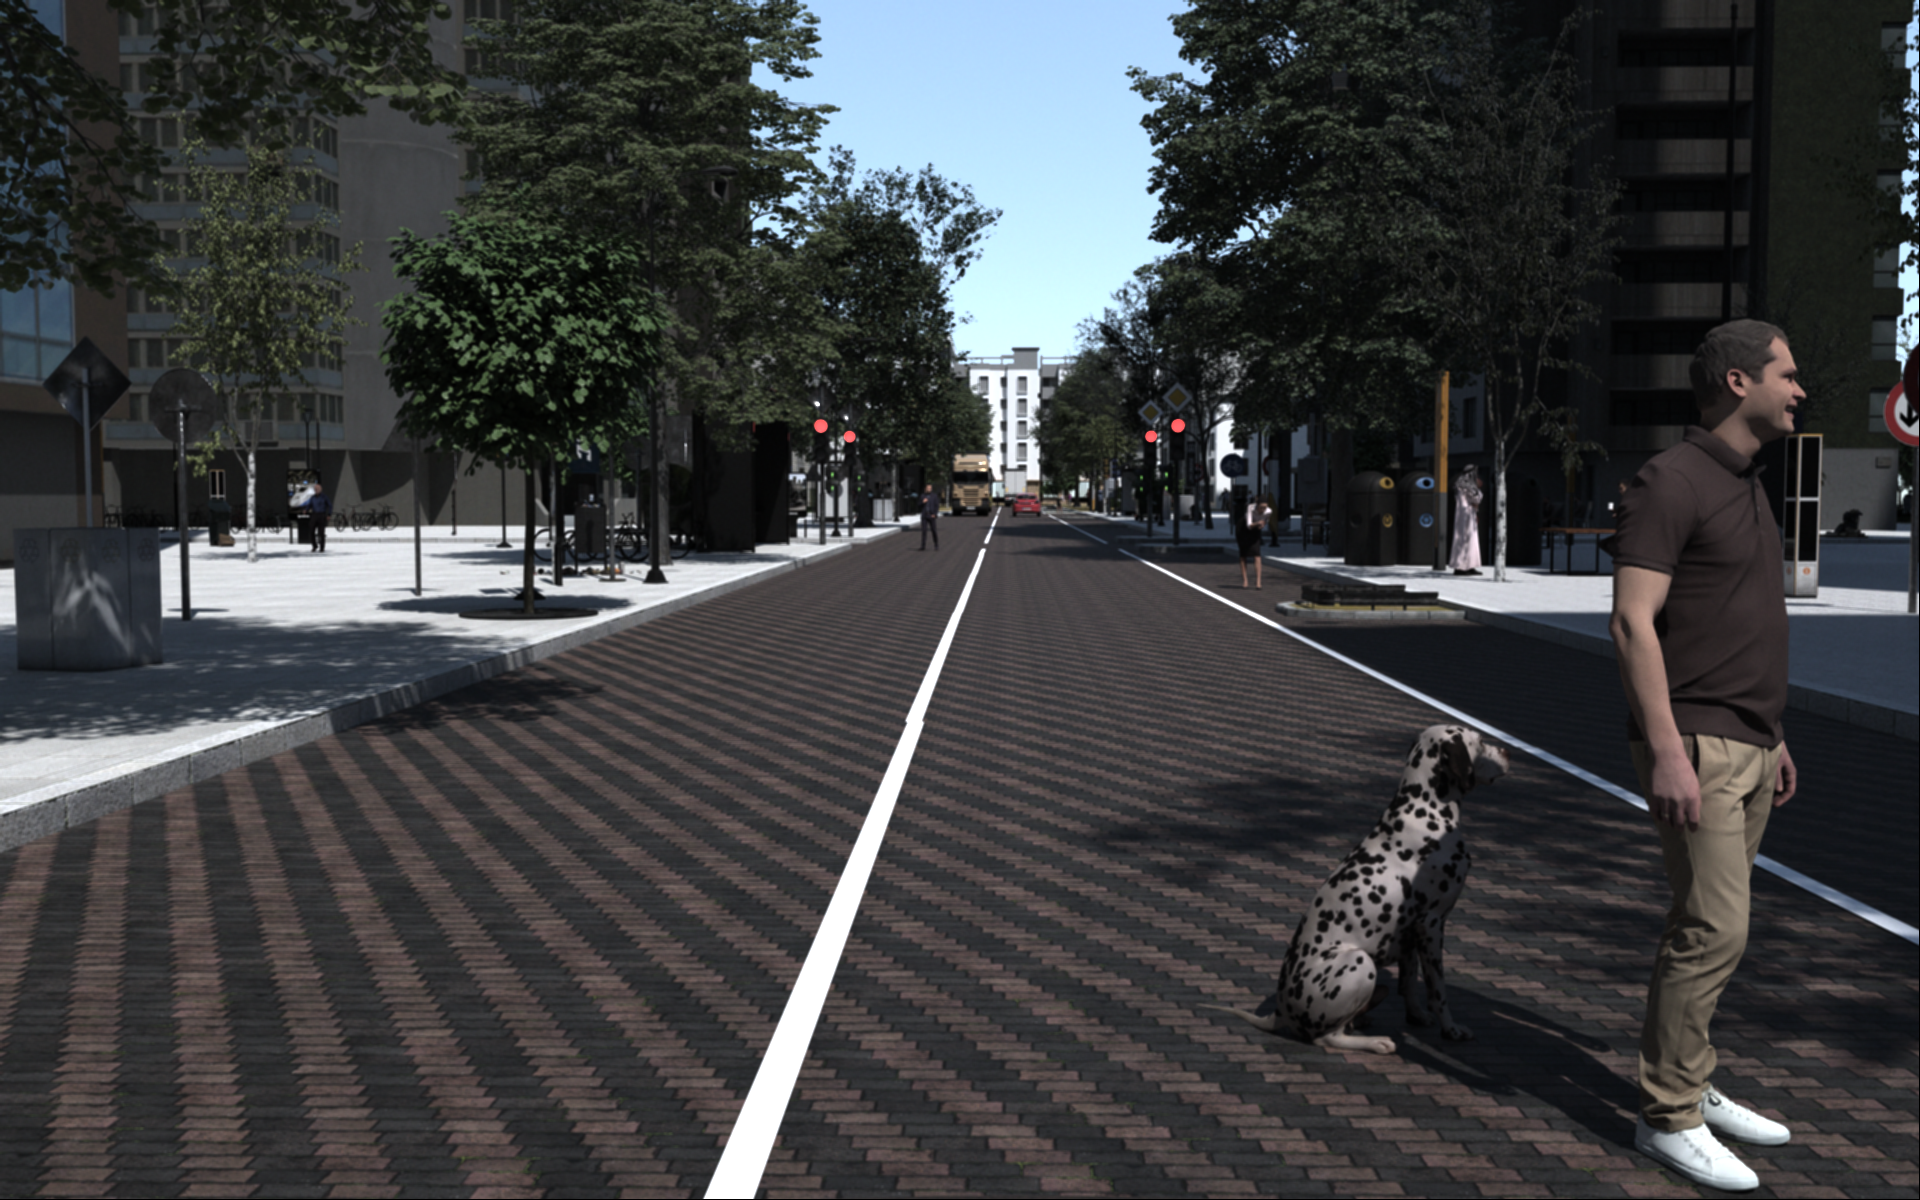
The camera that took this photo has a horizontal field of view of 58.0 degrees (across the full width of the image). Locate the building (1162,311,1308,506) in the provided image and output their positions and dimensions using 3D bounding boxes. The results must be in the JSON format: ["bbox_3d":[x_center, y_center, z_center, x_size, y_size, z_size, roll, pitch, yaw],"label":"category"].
[{"bbox_3d":[30.217,-18.869,174.960,16.747,18.905,31.486,0,4,2],"label":"building"}]

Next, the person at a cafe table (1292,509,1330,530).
[{"bbox_3d":[12.729,-3.257,61.771,1.698,1.524,1.622,2,4,30],"label":"person at a cafe table"}]

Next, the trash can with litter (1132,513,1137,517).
[{"bbox_3d":[10.314,-5.173,95.628,2.233,1.210,1.678,3,5,42],"label":"trash can with litter"}]

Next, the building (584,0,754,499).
[{"bbox_3d":[-20.391,-20.311,103.780,14.160,30.474,14.107,0,4,2],"label":"building"}]

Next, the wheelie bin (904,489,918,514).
[{"bbox_3d":[-3.079,-6.087,107.425,0.980,1.594,0.693,1,4,16],"label":"wheelie bin"}]

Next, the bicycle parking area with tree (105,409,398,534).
[{"bbox_3d":[-24.475,-4.420,59.270,8.231,4.147,9.016,2,4,27],"label":"bicycle parking area with tree"}]

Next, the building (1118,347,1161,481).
[{"bbox_3d":[27.487,-22.737,228.175,11.380,20.091,16.016,0,4,2],"label":"building"}]

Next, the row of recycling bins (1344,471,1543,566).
[{"bbox_3d":[8.696,-1.475,31.237,3.534,1.692,1.069,0,4,-4],"label":"row of recycling bins"}]

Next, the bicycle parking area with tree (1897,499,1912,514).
[{"bbox_3d":[52.684,-7.310,106.525,9.016,4.147,8.231,-1,4,-16],"label":"bicycle parking area with tree"}]

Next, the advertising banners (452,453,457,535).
[{"bbox_3d":[-15.916,-3.569,54.534,0.090,3.025,2.074,-1,4,-13],"label":"advertising banners"}]

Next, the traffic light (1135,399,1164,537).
[{"bbox_3d":[5.620,-3.820,51.370,0.839,4.253,0.868,0,4,2],"label":"traffic light"}]

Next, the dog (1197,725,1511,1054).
[{"bbox_3d":[1.016,0.745,4.663,0.800,0.831,0.513,2,4,29],"label":"dog"}]

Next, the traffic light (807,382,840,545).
[{"bbox_3d":[-3.448,-3.345,43.604,0.839,4.253,0.868,0,4,2],"label":"traffic light"}]

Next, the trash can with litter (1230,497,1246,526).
[{"bbox_3d":[11.333,-3.614,70.482,0.624,1.170,1.055,1,4,13],"label":"trash can with litter"}]

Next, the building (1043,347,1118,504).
[{"bbox_3d":[16.135,-22.813,229.411,11.380,20.091,16.016,0,4,2],"label":"building"}]

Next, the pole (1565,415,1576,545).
[{"bbox_3d":[15.283,-3.028,43.344,0.158,3.312,0.155,0,3,0],"label":"pole"}]

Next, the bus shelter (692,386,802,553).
[{"bbox_3d":[-4.896,-3.023,40.705,1.731,3.624,6.357,0,4,2],"label":"bus shelter"}]

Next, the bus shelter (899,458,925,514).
[{"bbox_3d":[-2.901,-7.404,112.333,1.731,3.624,6.357,0,4,2],"label":"bus shelter"}]

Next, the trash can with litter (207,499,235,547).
[{"bbox_3d":[-18.103,-1.910,42.616,0.624,1.170,1.055,-3,5,-41],"label":"trash can with litter"}]

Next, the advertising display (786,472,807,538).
[{"bbox_3d":[-4.963,-2.786,50.773,0.974,1.923,0.123,0,4,-7],"label":"advertising display"}]

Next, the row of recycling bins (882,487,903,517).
[{"bbox_3d":[-3.790,-5.542,97.724,1.069,1.692,3.534,0,4,6],"label":"row of recycling bins"}]

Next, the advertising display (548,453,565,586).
[{"bbox_3d":[-5.707,-1.179,24.490,0.123,1.923,0.974,-1,4,-19],"label":"advertising display"}]

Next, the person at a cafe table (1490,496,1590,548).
[{"bbox_3d":[13.709,-1.871,41.452,1.726,1.238,1.698,-2,4,-28],"label":"person at a cafe table"}]

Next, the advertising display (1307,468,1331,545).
[{"bbox_3d":[9.089,-2.369,43.952,0.123,1.923,0.974,-1,4,-21],"label":"advertising display"}]

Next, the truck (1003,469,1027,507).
[{"bbox_3d":[6.264,-12.740,197.211,2.839,4.237,11.283,0,4,1],"label":"truck"}]

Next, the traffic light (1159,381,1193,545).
[{"bbox_3d":[5.410,-3.331,43.388,0.839,4.253,0.868,0,4,2],"label":"traffic light"}]

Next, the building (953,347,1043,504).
[{"bbox_3d":[4.747,-22.802,229.233,11.380,20.091,16.016,0,4,2],"label":"building"}]

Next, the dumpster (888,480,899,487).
[{"bbox_3d":[-4.385,-7.287,121.629,1.502,2.255,1.985,0,4,2],"label":"dumpster"}]

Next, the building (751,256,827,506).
[{"bbox_3d":[-20.846,-16.957,143.703,16.747,18.905,31.486,0,4,2],"label":"building"}]

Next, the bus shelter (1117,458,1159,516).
[{"bbox_3d":[10.317,-6.525,100.608,2.014,3.302,5.546,0,4,1],"label":"bus shelter"}]

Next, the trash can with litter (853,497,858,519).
[{"bbox_3d":[-4.798,-4.886,90.939,2.233,1.210,1.678,-3,5,-41],"label":"trash can with litter"}]

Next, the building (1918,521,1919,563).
[{"bbox_3d":[28.704,-42.900,14.089,22.319,86.520,31.000,0,4,2],"label":"building"}]

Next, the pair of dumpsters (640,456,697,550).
[{"bbox_3d":[-6.678,-2.409,41.885,1.574,2.255,4.437,0,4,2],"label":"pair of dumpsters"}]

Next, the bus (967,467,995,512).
[{"bbox_3d":[1.379,-9.183,141.683,2.896,3.916,12.252,0,4,1],"label":"bus"}]

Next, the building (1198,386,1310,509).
[{"bbox_3d":[25.997,-12.445,145.620,9.099,9.664,28.070,0,4,2],"label":"building"}]

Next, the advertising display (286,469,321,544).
[{"bbox_3d":[-16.832,-2.400,44.459,0.974,1.923,0.123,1,4,19],"label":"advertising display"}]

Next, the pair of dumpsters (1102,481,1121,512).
[{"bbox_3d":[10.776,-7.233,120.748,1.574,2.255,4.437,0,4,1],"label":"pair of dumpsters"}]

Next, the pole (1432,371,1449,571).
[{"bbox_3d":[8.017,-2.143,28.878,0.158,3.312,0.155,0,3,0],"label":"pole"}]

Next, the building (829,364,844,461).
[{"bbox_3d":[-18.251,-20.096,184.989,11.380,20.091,16.016,0,4,2],"label":"building"}]

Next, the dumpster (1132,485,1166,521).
[{"bbox_3d":[8.968,-4.875,82.204,1.502,2.255,1.985,0,4,1],"label":"dumpster"}]

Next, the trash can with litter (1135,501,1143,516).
[{"bbox_3d":[10.039,-5.031,93.647,1.055,1.170,0.624,-2,4,-25],"label":"trash can with litter"}]

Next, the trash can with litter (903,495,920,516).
[{"bbox_3d":[-3.135,-5.607,102.739,1.678,1.210,2.233,-1,4,-18],"label":"trash can with litter"}]

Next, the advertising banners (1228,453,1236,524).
[{"bbox_3d":[11.721,-4.789,74.492,0.090,3.025,2.074,0,4,2],"label":"advertising banners"}]

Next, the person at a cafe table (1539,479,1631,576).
[{"bbox_3d":[10.237,-1.162,27.516,1.622,1.524,1.698,0,4,5],"label":"person at a cafe table"}]

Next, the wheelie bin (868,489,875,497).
[{"bbox_3d":[-5.635,-5.997,105.962,0.693,1.594,0.980,-3,5,-43],"label":"wheelie bin"}]

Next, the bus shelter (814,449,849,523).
[{"bbox_3d":[-5.652,-5.247,79.714,2.014,3.302,5.546,0,4,1],"label":"bus shelter"}]

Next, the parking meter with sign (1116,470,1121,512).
[{"bbox_3d":[11.468,-7.872,124.973,0.543,3.016,1.738,1,4,14],"label":"parking meter with sign"}]

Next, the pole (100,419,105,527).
[{"bbox_3d":[-20.533,-2.902,41.292,0.158,3.312,0.155,0,3,0],"label":"pole"}]

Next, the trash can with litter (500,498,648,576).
[{"bbox_3d":[-6.253,-1.024,27.803,2.233,1.210,1.678,1,4,11],"label":"trash can with litter"}]

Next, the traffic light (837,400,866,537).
[{"bbox_3d":[-3.238,-3.833,51.587,0.839,4.253,0.868,0,4,2],"label":"traffic light"}]

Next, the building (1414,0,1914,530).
[{"bbox_3d":[26.341,-18.081,67.325,14.107,30.474,14.160,0,4,2],"label":"building"}]

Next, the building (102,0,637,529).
[{"bbox_3d":[-29.757,-23.403,74.515,32.217,40.220,23.993,0,4,2],"label":"building"}]

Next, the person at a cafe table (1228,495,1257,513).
[{"bbox_3d":[15.963,-5.168,95.357,1.698,1.238,1.726,-3,4,-39],"label":"person at a cafe table"}]

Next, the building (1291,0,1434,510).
[{"bbox_3d":[32.047,-27.481,103.941,22.147,44.769,28.867,0,4,2],"label":"building"}]

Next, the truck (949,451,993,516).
[{"bbox_3d":[0.654,-7.716,115.065,2.839,4.237,11.283,0,4,0],"label":"truck"}]

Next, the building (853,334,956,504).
[{"bbox_3d":[-17.107,-23.949,235.537,32.646,21.610,27.936,0,4,2],"label":"building"}]
